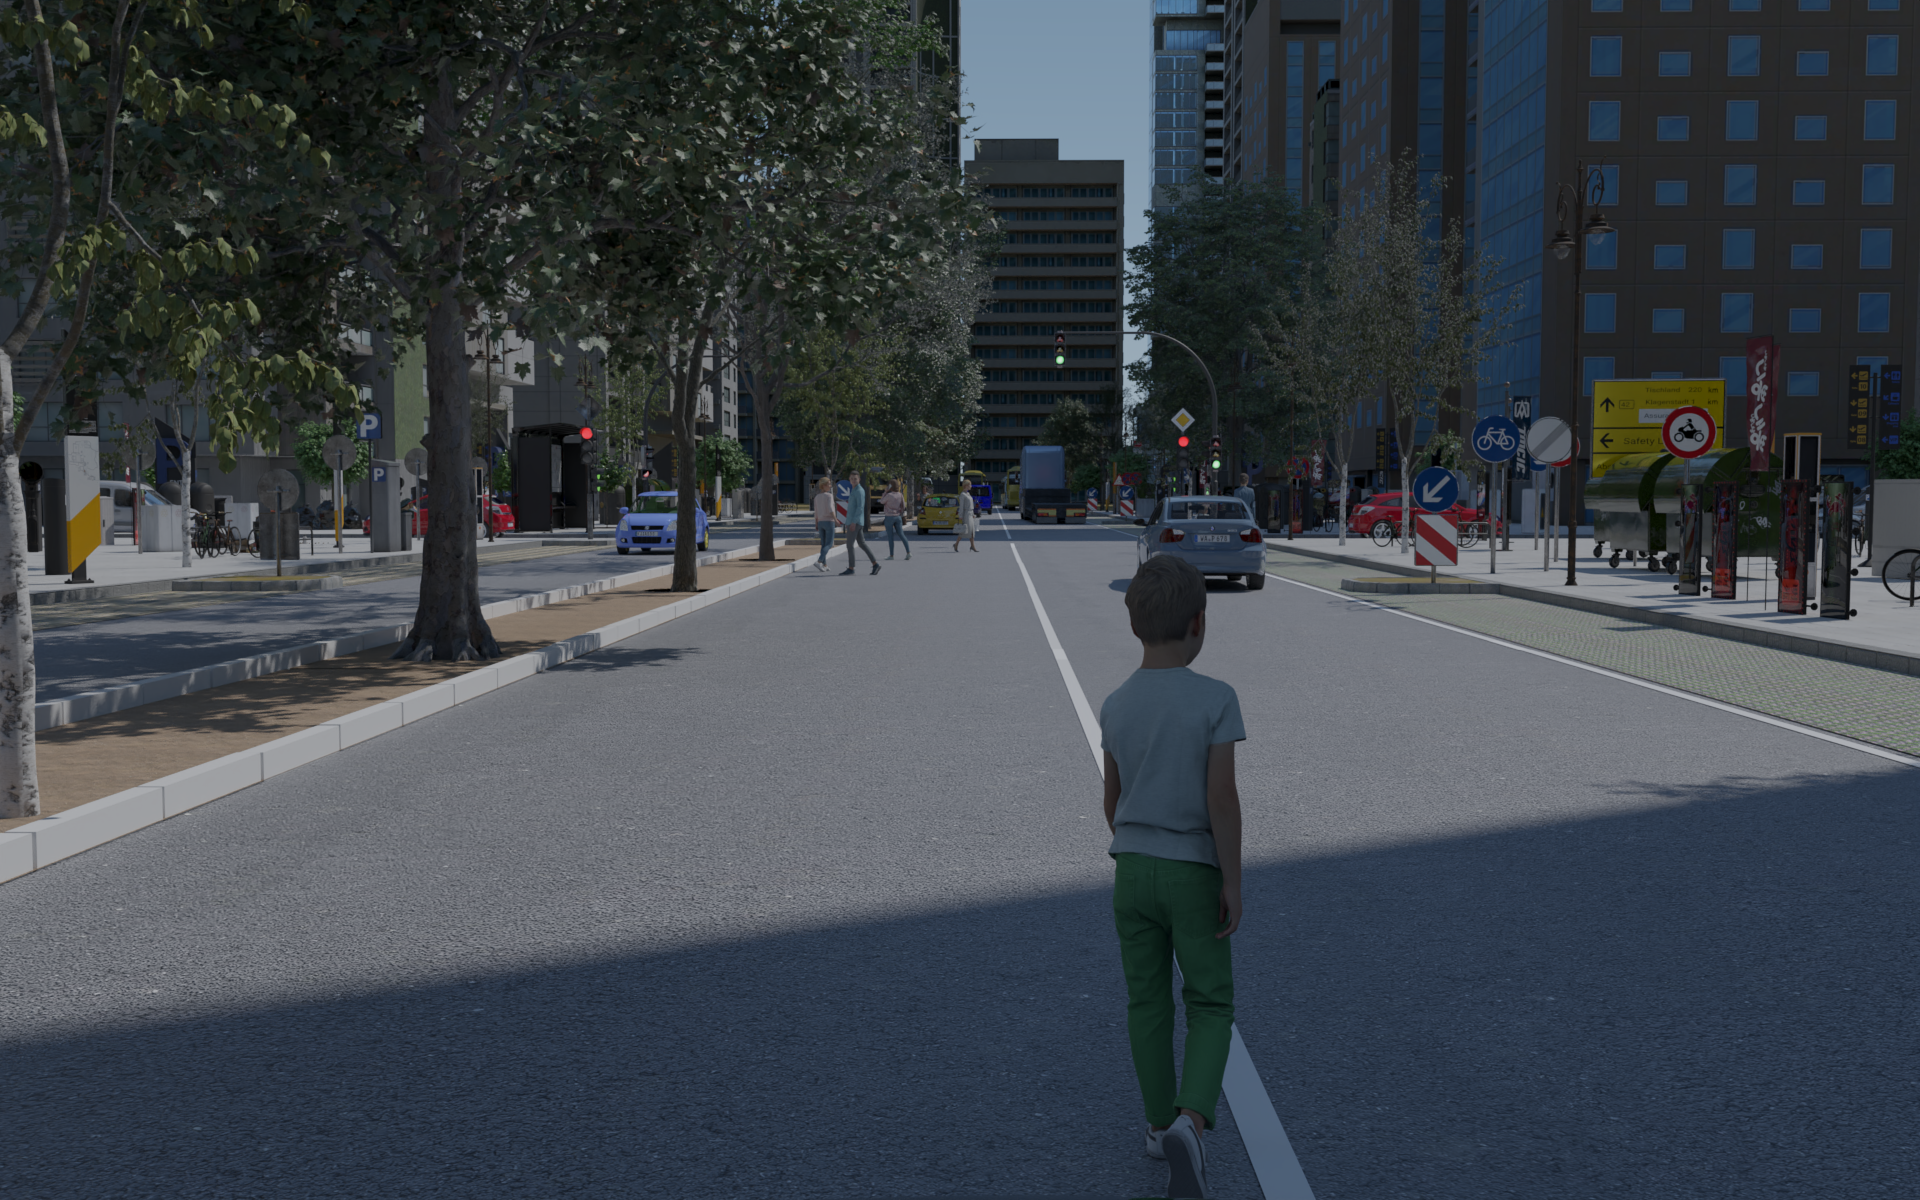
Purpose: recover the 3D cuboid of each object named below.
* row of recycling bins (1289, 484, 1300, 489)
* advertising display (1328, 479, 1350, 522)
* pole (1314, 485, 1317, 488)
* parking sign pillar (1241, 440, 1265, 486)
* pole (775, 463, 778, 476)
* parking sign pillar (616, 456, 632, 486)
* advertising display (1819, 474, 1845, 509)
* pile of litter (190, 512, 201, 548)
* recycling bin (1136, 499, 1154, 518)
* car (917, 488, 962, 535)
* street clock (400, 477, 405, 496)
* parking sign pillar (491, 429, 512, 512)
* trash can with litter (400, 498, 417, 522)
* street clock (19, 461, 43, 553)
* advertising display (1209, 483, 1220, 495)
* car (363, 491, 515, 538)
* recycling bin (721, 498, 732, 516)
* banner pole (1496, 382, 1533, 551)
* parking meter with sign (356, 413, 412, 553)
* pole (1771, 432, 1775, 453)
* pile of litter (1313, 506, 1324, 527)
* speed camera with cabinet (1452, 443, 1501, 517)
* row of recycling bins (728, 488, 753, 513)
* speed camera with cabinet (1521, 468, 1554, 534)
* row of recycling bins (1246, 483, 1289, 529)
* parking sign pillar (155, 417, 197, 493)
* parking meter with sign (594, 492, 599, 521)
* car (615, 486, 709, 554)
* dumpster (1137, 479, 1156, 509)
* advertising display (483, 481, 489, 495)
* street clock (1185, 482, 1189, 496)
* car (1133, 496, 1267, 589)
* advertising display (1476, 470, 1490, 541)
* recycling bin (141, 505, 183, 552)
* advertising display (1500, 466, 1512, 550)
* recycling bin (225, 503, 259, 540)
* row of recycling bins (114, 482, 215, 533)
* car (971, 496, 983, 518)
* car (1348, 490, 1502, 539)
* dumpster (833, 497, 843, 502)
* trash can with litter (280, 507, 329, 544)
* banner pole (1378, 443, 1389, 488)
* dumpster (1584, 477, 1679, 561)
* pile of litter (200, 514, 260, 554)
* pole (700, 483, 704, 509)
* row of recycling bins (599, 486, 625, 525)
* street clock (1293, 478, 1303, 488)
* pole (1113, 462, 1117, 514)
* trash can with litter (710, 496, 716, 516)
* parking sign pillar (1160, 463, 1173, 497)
[{"bbox_3d":[12.902,-3.979,72.174,3.534,1.692,1.069,-3,4,-38],"label":"row of recycling bins"},{"bbox_3d":[16.710,-4.353,76.385,0.974,1.923,0.123,1,4,11],"label":"advertising display"},{"bbox_3d":[23.527,-7.388,114.631,0.158,3.312,0.155,0,3,0],"label":"pole"},{"bbox_3d":[13.884,-5.740,82.319,1.447,3.967,1.447,-3,4,-36],"label":"parking sign pillar"},{"bbox_3d":[-12.056,-7.331,113.704,0.158,3.312,0.155,0,3,0],"label":"pole"},{"bbox_3d":[-22.558,-7.834,116.563,1.447,3.967,1.447,2,4,27],"label":"parking sign pillar"},{"bbox_3d":[28.420,-3.151,56.726,0.974,1.923,0.123,0,4,6],"label":"advertising display"},{"bbox_3d":[-17.956,-1.679,41.409,1.719,0.858,1.176,2,4,25],"label":"pile of litter"},{"bbox_3d":[10.099,-5.002,94.338,0.722,1.027,0.722,-3,4,-37],"label":"recycling bin"},{"bbox_3d":[-0.575,-3.152,61.752,2.015,1.641,3.980,0,4,3],"label":"car"},{"bbox_3d":[-23.844,-4.219,73.543,0.358,2.002,0.471,3,5,43],"label":"street clock"},{"bbox_3d":[-18.752,-5.033,70.760,1.447,3.967,1.447,-2,4,-35],"label":"parking sign pillar"},{"bbox_3d":[-15.327,-2.179,47.007,1.055,1.170,0.624,-3,5,-42],"label":"trash can with litter"},{"bbox_3d":[-20.390,-2.049,38.067,0.471,2.002,0.358,-2,4,-27],"label":"street clock"},{"bbox_3d":[14.491,-5.788,99.853,0.974,1.923,0.123,0,4,3],"label":"advertising display"},{"bbox_3d":[-15.819,-2.657,52.479,4.494,1.783,2.155,0,4,1],"label":"car"},{"bbox_3d":[-13.666,-5.356,100.126,0.722,1.027,0.722,1,4,14],"label":"recycling bin"},{"bbox_3d":[12.437,-2.986,38.830,0.863,3.779,0.401,-1,4,-14],"label":"banner pole"},{"bbox_3d":[-12.674,-2.570,38.280,0.543,3.016,1.738,0,4,5],"label":"parking meter with sign"},{"bbox_3d":[21.667,-3.211,46.335,0.158,3.312,0.155,0,3,0],"label":"pole"},{"bbox_3d":[13.428,-3.258,67.226,1.719,0.858,1.176,-2,4,-30],"label":"pile of litter"},{"bbox_3d":[19.745,-4.419,66.592,0.660,3.252,2.038,-3,5,-42],"label":"speed camera with cabinet"},{"bbox_3d":[-14.620,-6.656,115.931,1.069,1.692,3.534,1,4,11],"label":"row of recycling bins"},{"bbox_3d":[18.917,-3.810,56.630,0.660,3.252,2.038,2,4,31],"label":"speed camera with cabinet"},{"bbox_3d":[11.481,-3.531,64.852,1.069,1.692,3.534,0,4,4],"label":"row of recycling bins"},{"bbox_3d":[-27.346,-4.401,60.425,1.447,3.967,1.447,-1,4,-16],"label":"parking sign pillar"},{"bbox_3d":[-17.564,-5.256,82.195,0.543,3.016,1.738,3,5,44],"label":"parking meter with sign"},{"bbox_3d":[-7.244,-1.998,42.252,1.945,1.707,3.694,0,4,2],"label":"car"},{"bbox_3d":[11.875,-6.546,109.523,1.502,2.255,1.985,0,4,1],"label":"dumpster"},{"bbox_3d":[-22.593,-4.714,82.295,0.123,1.923,0.974,1,4,16],"label":"advertising display"},{"bbox_3d":[11.102,-4.916,84.954,0.471,2.002,0.358,2,4,34],"label":"street clock"},{"bbox_3d":[3.763,-0.939,27.350,2.014,1.417,4.499,0,4,2],"label":"car"},{"bbox_3d":[14.398,-2.598,47.688,0.123,1.923,0.974,0,4,3],"label":"advertising display"},{"bbox_3d":[-17.762,-1.590,38.543,0.722,1.027,0.722,2,4,32],"label":"recycling bin"},{"bbox_3d":[12.568,-2.119,39.861,0.123,1.923,0.974,1,4,10],"label":"advertising display"},{"bbox_3d":[-20.190,-2.211,48.701,0.722,1.027,0.722,0,4,-5],"label":"recycling bin"},{"bbox_3d":[-26.928,-3.120,58.128,3.534,1.692,1.069,-2,4,-31],"label":"row of recycling bins"},{"bbox_3d":[0.421,-5.703,105.820,1.945,1.354,3.894,0,4,2],"label":"car"},{"bbox_3d":[13.763,-2.573,51.107,4.494,1.783,2.155,0,4,2],"label":"car"},{"bbox_3d":[-9.057,-6.904,121.090,1.865,1.857,1.264,0,4,2],"label":"dumpster"},{"bbox_3d":[-17.566,-2.077,45.014,1.678,1.210,2.233,-3,5,-42],"label":"trash can with litter"},{"bbox_3d":[20.592,-5.759,84.178,0.863,3.779,0.401,-2,4,-31],"label":"banner pole"},{"bbox_3d":[13.352,-1.932,34.089,1.502,2.255,1.985,0,4,1],"label":"dumpster"},{"bbox_3d":[-15.510,-1.473,38.043,1.176,0.858,1.719,3,5,44],"label":"pile of litter"},{"bbox_3d":[-14.977,-6.532,100.642,0.158,3.312,0.155,0,3,0],"label":"pole"},{"bbox_3d":[-14.679,-4.048,73.294,1.069,1.692,3.534,-1,4,-15],"label":"row of recycling bins"},{"bbox_3d":[14.938,-4.424,76.894,0.471,2.002,0.358,2,4,33],"label":"street clock"},{"bbox_3d":[9.923,-7.164,110.977,0.158,3.312,0.155,0,3,0],"label":"pole"},{"bbox_3d":[-14.212,-5.510,101.471,1.055,1.170,0.624,-1,4,-19],"label":"trash can with litter"},{"bbox_3d":[14.676,-8.122,121.264,1.447,3.967,1.447,3,5,43],"label":"parking sign pillar"}]
